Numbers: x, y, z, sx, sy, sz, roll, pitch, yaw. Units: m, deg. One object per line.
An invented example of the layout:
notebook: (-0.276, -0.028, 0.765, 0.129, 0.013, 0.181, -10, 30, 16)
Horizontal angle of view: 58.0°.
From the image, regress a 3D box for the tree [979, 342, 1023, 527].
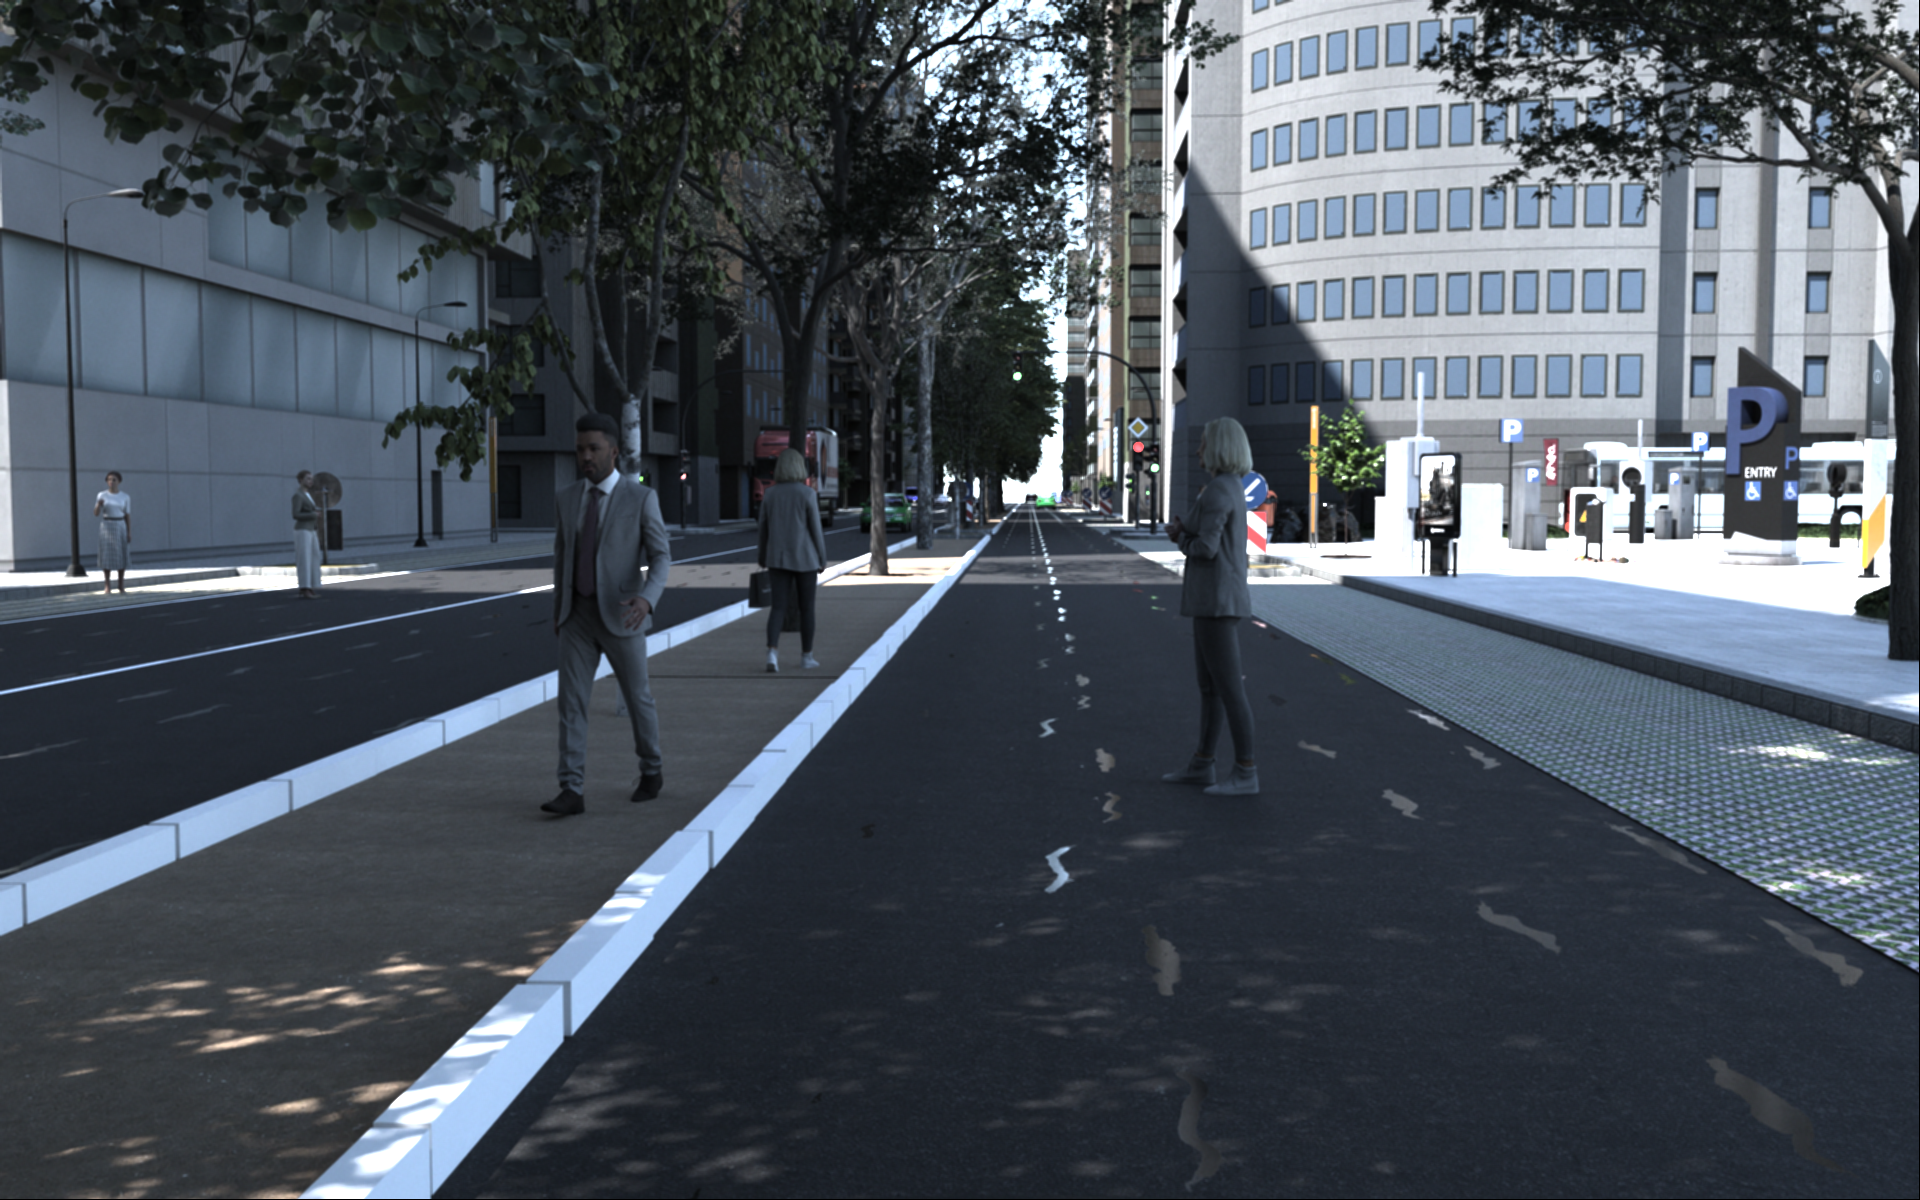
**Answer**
tree: (0.864, -7.410, 73.979, 4.737, 8.622, 4.395, 0, 3, 0)

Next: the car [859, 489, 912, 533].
car: (-2.778, -3.470, 65.527, 1.959, 1.807, 4.718, 0, 4, 1)

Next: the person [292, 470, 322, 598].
person: (-8.935, -0.899, 23.755, 0.362, 1.759, 0.519, 0, 4, -1)

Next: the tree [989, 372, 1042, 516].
tree: (2.037, -11.378, 114.237, 9.928, 11.665, 9.643, 0, 3, 0)

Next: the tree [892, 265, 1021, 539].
tree: (-0.086, -6.202, 54.229, 4.360, 8.622, 3.978, 0, 3, 0)

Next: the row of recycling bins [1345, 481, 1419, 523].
row of recycling bins: (13.340, -2.851, 53.720, 1.069, 1.692, 3.534, -2, 4, -34)

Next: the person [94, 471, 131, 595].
person: (-11.958, -0.942, 24.473, 0.480, 1.755, 0.524, -3, 4, -37)

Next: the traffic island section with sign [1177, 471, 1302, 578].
traffic island section with sign: (4.862, -1.334, 30.436, 1.989, 1.847, 2.006, 0, 4, 2)

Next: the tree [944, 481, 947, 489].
tree: (-3.949, -19.244, 298.357, 4.285, 4.588, 4.351, 0, 3, 0)

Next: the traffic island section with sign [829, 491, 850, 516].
traffic island section with sign: (-8.226, -6.394, 113.172, 1.989, 1.847, 2.006, 0, 4, 2)

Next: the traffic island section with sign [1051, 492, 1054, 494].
traffic island section with sign: (11.204, -11.094, 190.020, 1.989, 1.847, 2.006, 0, 4, 2)

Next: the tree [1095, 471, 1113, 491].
tree: (11.769, -8.901, 140.140, 1.663, 3.219, 1.824, 0, 3, 0)

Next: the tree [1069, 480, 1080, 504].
tree: (15.400, -14.442, 230.721, 1.663, 3.219, 1.824, 0, 3, 0)

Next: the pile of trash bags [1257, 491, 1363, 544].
pile of trash bags: (8.914, -2.175, 45.309, 3.447, 1.369, 1.912, -3, 5, -42)

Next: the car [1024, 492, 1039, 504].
car: (10.756, -15.432, 260.992, 2.281, 1.827, 5.304, 0, 4, 2)

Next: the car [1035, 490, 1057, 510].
car: (7.827, -9.100, 157.585, 1.959, 1.807, 4.718, 0, 4, 1)

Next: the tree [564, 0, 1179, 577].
tree: (-1.441, -7.161, 29.912, 12.009, 13.543, 11.850, 0, 3, 0)

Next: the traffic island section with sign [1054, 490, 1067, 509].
traffic island section with sign: (10.099, -9.393, 162.198, 1.989, 1.847, 2.006, 0, 4, 2)

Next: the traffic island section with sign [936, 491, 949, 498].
traffic island section with sign: (-2.951, -14.515, 245.945, 1.989, 1.847, 2.006, 0, 4, 2)

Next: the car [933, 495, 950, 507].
car: (-2.159, -10.906, 190.674, 2.083, 1.381, 4.827, 0, 4, 3)

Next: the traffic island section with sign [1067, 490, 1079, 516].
traffic island section with sign: (8.143, -6.379, 112.925, 1.989, 1.847, 2.006, 0, 4, 2)

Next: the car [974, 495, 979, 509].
car: (0.977, -9.156, 162.281, 1.945, 1.354, 3.894, 0, 4, 3)

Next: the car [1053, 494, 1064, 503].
car: (13.508, -14.180, 241.439, 1.945, 1.707, 3.694, 0, 4, 3)

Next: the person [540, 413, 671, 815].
person: (-1.592, 0.058, 7.829, 0.678, 1.792, 0.850, 1, 4, 15)

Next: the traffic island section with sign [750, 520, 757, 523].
traffic island section with sign: (-9.313, -4.730, 85.967, 1.989, 1.847, 2.006, 0, 4, 2)

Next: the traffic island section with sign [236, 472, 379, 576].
traffic island section with sign: (-11.509, -1.359, 30.854, 1.989, 1.847, 2.006, 0, 4, 2)

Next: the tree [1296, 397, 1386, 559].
tree: (7.860, -2.450, 34.656, 1.663, 3.219, 1.824, 0, 3, 0)

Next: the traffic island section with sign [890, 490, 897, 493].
traffic island section with sign: (-6.220, -9.486, 163.724, 1.989, 1.847, 2.006, 0, 4, 2)

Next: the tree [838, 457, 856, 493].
tree: (-10.253, -9.293, 135.662, 4.285, 4.588, 4.351, 0, 3, 0)

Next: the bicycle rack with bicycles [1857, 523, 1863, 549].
bicycle rack with bicycles: (22.216, -1.636, 40.131, 2.852, 0.926, 2.925, -1, 4, -15)

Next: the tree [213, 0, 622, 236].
tree: (-2.549, -5.747, 3.077, 9.857, 13.997, 8.962, 0, 3, 0)

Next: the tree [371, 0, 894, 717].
tree: (-2.163, -3.566, 11.119, 4.737, 8.622, 4.395, 0, 3, 0)

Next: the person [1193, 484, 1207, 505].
person: (6.351, -2.190, 45.307, 0.522, 1.701, 0.512, 2, 4, 24)

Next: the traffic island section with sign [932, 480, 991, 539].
traffic island section with sign: (-0.124, -2.903, 55.605, 2.006, 1.907, 1.989, 0, 4, 2)

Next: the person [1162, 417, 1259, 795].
person: (1.179, 0.022, 8.328, 0.526, 1.800, 0.537, 1, 4, 23)

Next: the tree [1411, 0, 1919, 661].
tree: (7.009, -4.815, 13.139, 7.601, 10.594, 8.767, 0, 4, -1)

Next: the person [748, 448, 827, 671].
person: (-1.444, -0.328, 14.047, 0.709, 1.800, 0.728, 1, 4, 18)

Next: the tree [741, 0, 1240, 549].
tree: (0.269, -11.304, 43.159, 12.611, 20.169, 13.585, 0, 3, 0)

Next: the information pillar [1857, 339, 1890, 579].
information pillar: (13.918, -2.139, 26.330, 0.504, 3.616, 0.183, -2, 4, -32)

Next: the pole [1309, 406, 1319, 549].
pole: (8.218, -2.834, 40.182, 0.158, 3.312, 0.155, 0, 3, 0)

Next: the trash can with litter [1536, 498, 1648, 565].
trash can with litter: (11.946, -1.300, 32.308, 1.678, 1.210, 2.233, -1, 4, -10)

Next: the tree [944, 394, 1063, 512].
tree: (3.156, -13.119, 133.964, 9.611, 12.733, 9.660, 0, 3, 0)

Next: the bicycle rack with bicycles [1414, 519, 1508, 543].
bicycle rack with bicycles: (13.236, -2.002, 46.115, 2.925, 0.926, 2.852, -2, 4, -26)

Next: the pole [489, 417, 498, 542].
pole: (-12.382, -3.188, 45.960, 0.158, 3.312, 0.155, 0, 3, 0)

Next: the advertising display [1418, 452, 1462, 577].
advertising display: (7.529, -1.344, 27.186, 0.123, 1.923, 0.974, -1, 4, -19)

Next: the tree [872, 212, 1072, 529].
tree: (0.485, -8.996, 67.669, 7.486, 12.596, 7.792, 0, 3, 0)

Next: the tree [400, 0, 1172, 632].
tree: (-1.781, -4.920, 17.307, 8.767, 10.594, 7.601, 0, 4, 2)

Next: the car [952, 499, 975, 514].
car: (0.152, -6.712, 122.319, 1.945, 1.354, 3.894, 0, 4, 4)

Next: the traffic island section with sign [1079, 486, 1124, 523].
traffic island section with sign: (7.069, -4.722, 85.830, 1.989, 1.847, 2.006, 0, 4, 2)

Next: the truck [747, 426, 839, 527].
truck: (-6.889, -5.154, 73.174, 2.839, 4.237, 11.283, 0, 4, 2)

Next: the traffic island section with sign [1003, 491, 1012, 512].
traffic island section with sign: (3.157, -7.948, 138.086, 2.006, 1.907, 1.989, 0, 4, 2)
